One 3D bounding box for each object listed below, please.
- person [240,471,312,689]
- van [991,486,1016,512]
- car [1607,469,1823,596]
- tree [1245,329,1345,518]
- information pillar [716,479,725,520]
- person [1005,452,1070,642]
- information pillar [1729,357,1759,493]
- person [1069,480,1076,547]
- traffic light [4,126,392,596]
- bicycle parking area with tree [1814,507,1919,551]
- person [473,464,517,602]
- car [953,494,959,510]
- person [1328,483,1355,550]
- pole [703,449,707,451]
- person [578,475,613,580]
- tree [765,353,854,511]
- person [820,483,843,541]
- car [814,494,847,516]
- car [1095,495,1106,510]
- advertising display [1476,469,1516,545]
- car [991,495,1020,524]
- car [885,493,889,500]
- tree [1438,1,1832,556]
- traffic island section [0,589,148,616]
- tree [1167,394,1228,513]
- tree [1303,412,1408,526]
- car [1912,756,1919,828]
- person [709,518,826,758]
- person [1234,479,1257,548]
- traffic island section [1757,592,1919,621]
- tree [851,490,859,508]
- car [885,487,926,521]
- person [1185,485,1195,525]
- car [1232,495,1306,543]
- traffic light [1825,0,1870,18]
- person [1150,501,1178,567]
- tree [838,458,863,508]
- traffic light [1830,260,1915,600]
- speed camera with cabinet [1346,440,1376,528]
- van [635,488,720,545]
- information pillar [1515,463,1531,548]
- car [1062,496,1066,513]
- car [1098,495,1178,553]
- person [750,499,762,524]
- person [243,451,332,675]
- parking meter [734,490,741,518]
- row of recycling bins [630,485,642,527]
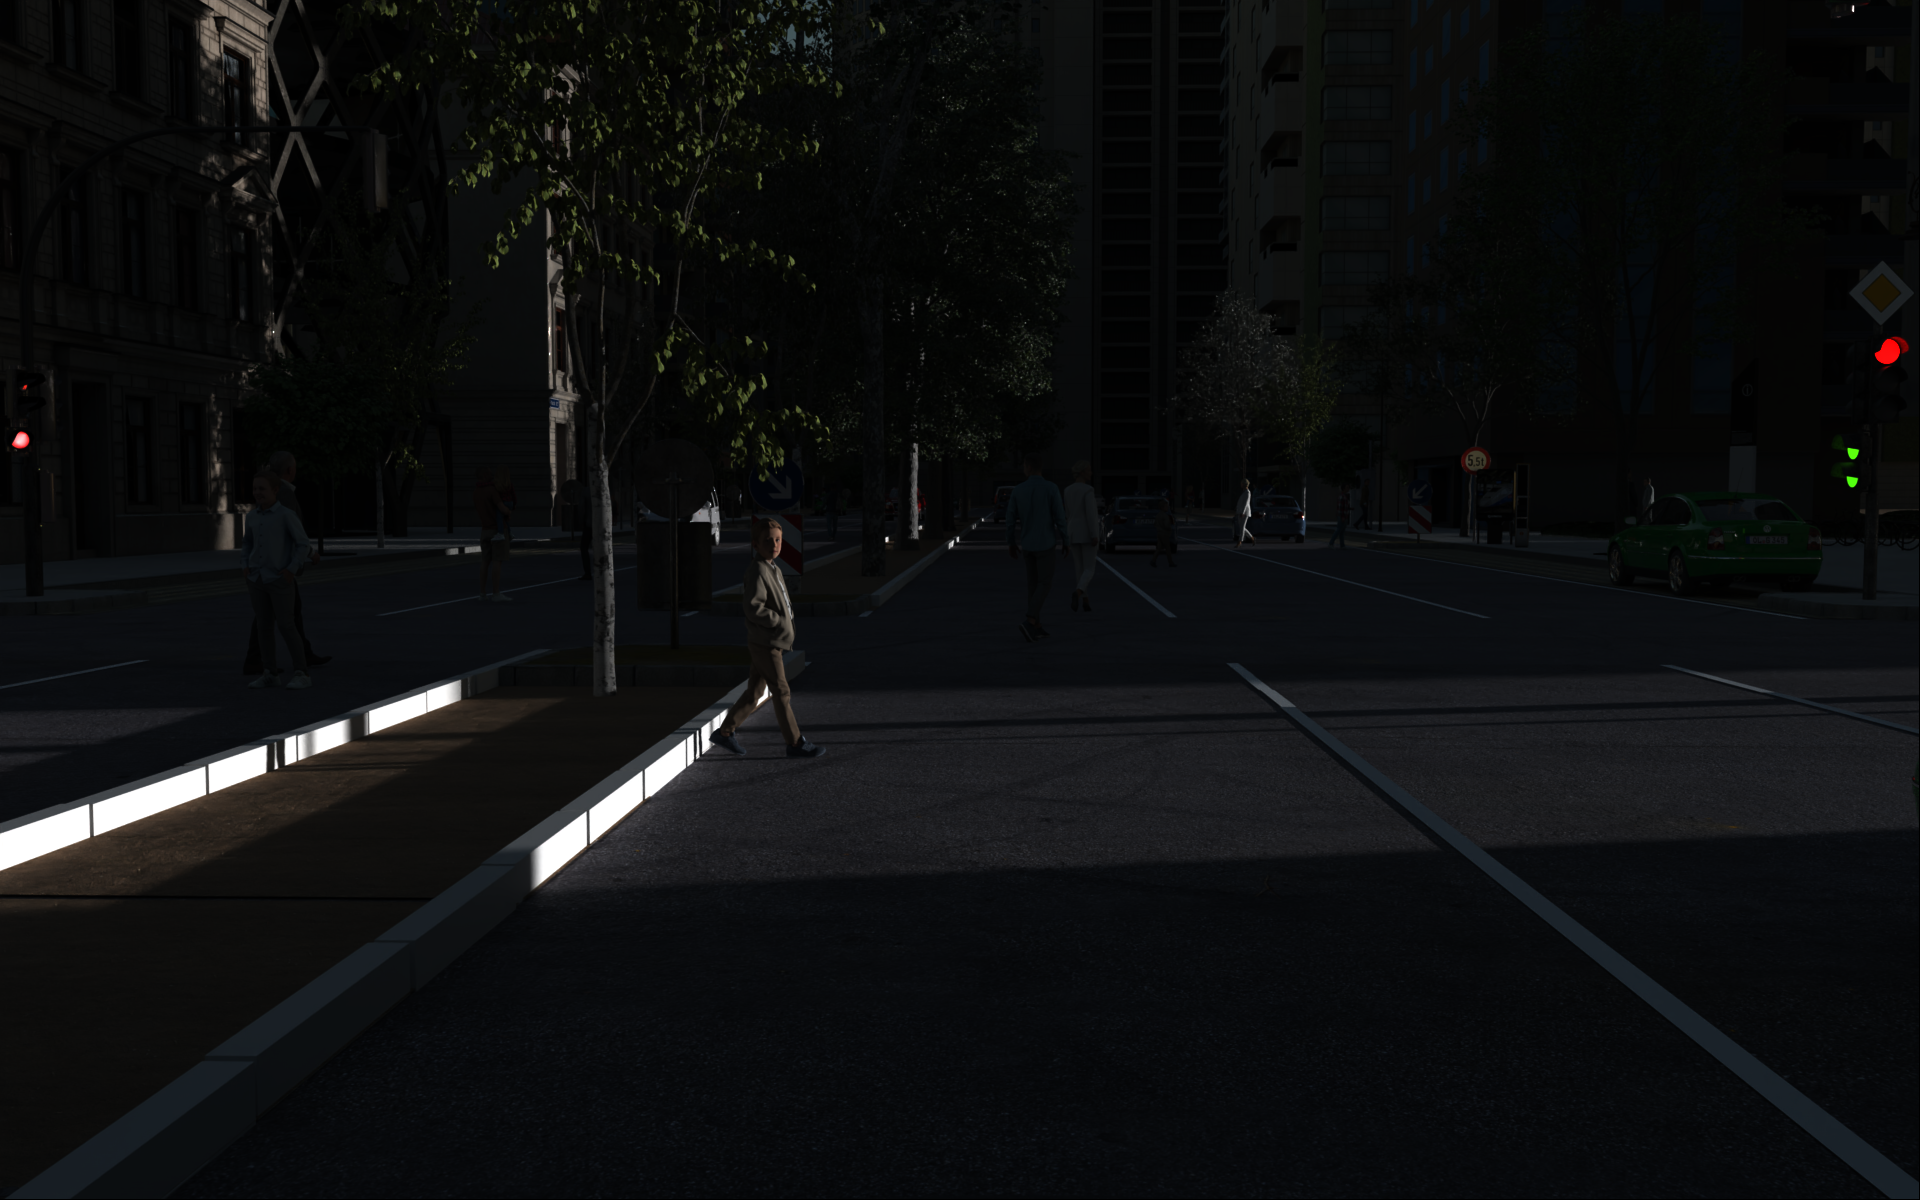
[{"bbox_3d":[-5.099,-0.153,12.820,0.589,1.601,0.330,2,4,23],"label":"person"},{"bbox_3d":[2.678,-5.352,94.513,2.013,2.044,4.112,0,4,2],"label":"van"},{"bbox_3d":[10.947,-1.017,25.433,1.959,1.807,4.718,0,4,3],"label":"car"},{"bbox_3d":[15.076,-7.731,76.767,4.737,8.622,4.395,0,3,0],"label":"tree"},{"bbox_3d":[-11.866,-4.979,85.903,0.304,2.012,0.304,2,4,24],"label":"information pillar"},{"bbox_3d":[0.704,-0.529,17.017,0.638,1.841,0.748,3,4,36],"label":"person"},{"bbox_3d":[13.531,-2.358,29.913,0.183,3.616,0.504,-2,4,-27],"label":"information pillar"},{"bbox_3d":[3.205,-2.326,46.634,0.850,1.850,0.679,-1,4,-21],"label":"person"},{"bbox_3d":[-9.521,-2.871,21.617,4.771,5.953,1.251,0,4,2],"label":"traffic light"},{"bbox_3d":[24.863,-3.279,40.614,9.016,4.147,8.231,1,4,20],"label":"bicycle parking area with tree"},{"bbox_3d":[-6.221,-0.899,23.177,0.580,1.828,0.573,-1,4,-12],"label":"person"},{"bbox_3d":[-1.013,-9.135,161.157,2.131,1.459,4.920,0,4,1],"label":"car"},{"bbox_3d":[9.790,-2.149,44.468,0.643,1.720,0.563,1,4,19],"label":"person"},{"bbox_3d":[-11.449,-5.145,77.971,0.158,3.312,0.155,0,3,0],"label":"pole"},{"bbox_3d":[-6.090,-1.234,28.864,0.592,1.802,0.473,0,4,-6],"label":"person"},{"bbox_3d":[-11.292,-13.137,132.924,7.486,12.596,7.792,0,3,0],"label":"tree"},{"bbox_3d":[-3.882,-2.690,52.836,0.623,1.781,0.721,-3,4,-36],"label":"person"},{"bbox_3d":[-8.540,-6.464,114.474,1.959,1.807,4.718,0,4,3],"label":"car"},{"bbox_3d":[12.541,-9.106,161.248,2.083,1.381,4.827,0,4,2],"label":"car"},{"bbox_3d":[13.674,-2.386,44.232,0.974,1.923,0.123,2,4,35],"label":"advertising display"},{"bbox_3d":[2.540,-4.474,85.145,2.014,1.417,4.499,0,4,1],"label":"car"},{"bbox_3d":[-5.485,-7.126,125.551,2.155,1.783,4.494,0,4,1],"label":"car"},{"bbox_3d":[13.900,-6.742,35.990,9.928,11.665,9.643,0,3,0],"label":"tree"},{"bbox_3d":[-11.655,0.030,21.784,2.009,0.180,2.903,0,4,2],"label":"traffic island section"},{"bbox_3d":[16.286,-10.172,116.679,4.360,8.622,3.978,0,3,0],"label":"tree"},{"bbox_3d":[15.360,-5.214,68.956,4.285,4.588,4.351,0,3,0],"label":"tree"},{"bbox_3d":[3.690,0.329,3.412,1.959,1.807,4.718,0,4,3],"label":"car"},{"bbox_3d":[-1.057,0.203,9.460,0.640,1.303,0.475,0,4,-4],"label":"person"},{"bbox_3d":[7.662,-2.325,46.387,0.818,1.842,0.514,-2,4,-25],"label":"person"},{"bbox_3d":[11.075,0.075,21.052,2.009,0.180,2.903,0,4,2],"label":"traffic island section"},{"bbox_3d":[-10.023,-10.377,164.269,1.663,3.219,1.824,0,3,0],"label":"tree"},{"bbox_3d":[-2.980,-5.180,93.361,2.281,1.827,5.304,0,4,3],"label":"car"},{"bbox_3d":[10.572,-4.367,79.876,0.573,1.828,0.580,-3,4,-37],"label":"person"},{"bbox_3d":[9.242,-2.442,51.934,2.014,1.417,4.499,0,4,2],"label":"car"},{"bbox_3d":[8.685,-2.337,12.884,4.771,5.953,1.251,0,4,2],"label":"traffic light"},{"bbox_3d":[3.961,-1.290,33.868,0.640,1.303,0.475,-3,4,-37],"label":"person"},{"bbox_3d":[-9.839,-11.442,170.797,4.285,4.588,4.351,0,3,0],"label":"tree"},{"bbox_3d":[11.035,-1.958,20.940,0.839,4.253,0.868,0,4,2],"label":"traffic light"},{"bbox_3d":[14.854,-4.286,64.418,0.660,3.252,2.038,0,4,-5],"label":"speed camera with cabinet"},{"bbox_3d":[-7.634,-2.444,46.976,2.013,2.044,4.112,0,4,3],"label":"van"},{"bbox_3d":[13.524,-2.271,41.622,0.304,2.012,0.304,2,4,23],"label":"information pillar"},{"bbox_3d":[7.251,-6.107,112.426,1.945,1.354,3.894,0,4,0],"label":"car"},{"bbox_3d":[4.396,-1.901,43.088,2.014,1.417,4.499,0,4,1],"label":"car"},{"bbox_3d":[-9.020,-4.099,76.106,0.643,1.750,0.593,-2,4,-25],"label":"person"},{"bbox_3d":[-5.417,-0.312,13.996,0.661,1.777,0.834,3,5,40],"label":"person"},{"bbox_3d":[-11.930,-5.170,92.936,0.372,1.533,0.369,0,3,0],"label":"parking meter"},{"bbox_3d":[-12.265,-3.762,68.613,1.069,1.692,3.534,0,4,3],"label":"row of recycling bins"}]
